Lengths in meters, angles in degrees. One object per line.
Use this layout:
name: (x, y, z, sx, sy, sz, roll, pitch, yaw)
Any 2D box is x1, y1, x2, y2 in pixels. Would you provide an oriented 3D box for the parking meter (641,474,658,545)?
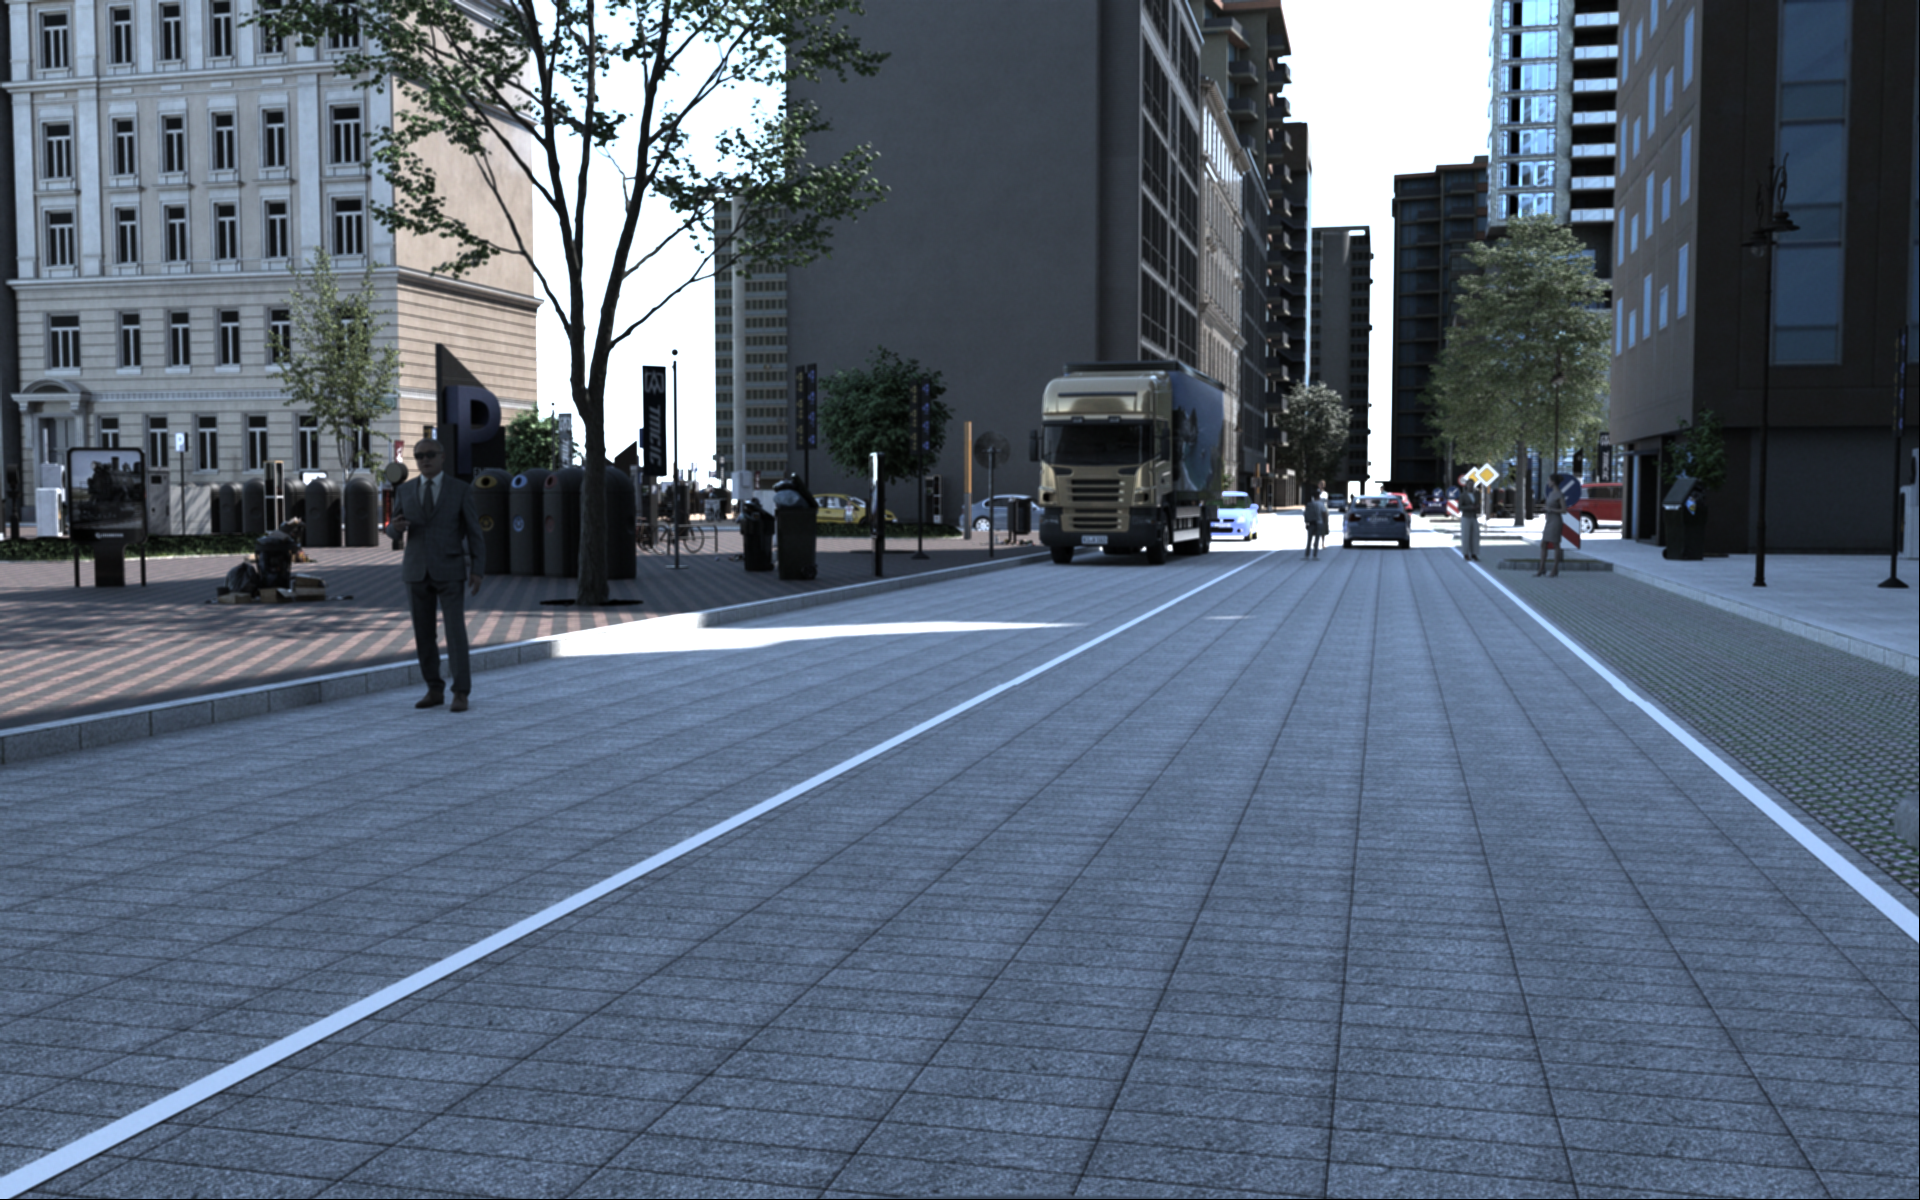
parking meter: (-7.827, -2.323, 43.691, 0.255, 1.863, 0.399, 2, 4, 24)

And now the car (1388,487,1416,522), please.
car: (21.633, -4.737, 86.486, 2.155, 1.783, 4.494, 1, 4, 16)

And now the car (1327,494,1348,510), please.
car: (32.109, -8.320, 148.040, 2.014, 1.417, 4.499, 1, 4, 12)

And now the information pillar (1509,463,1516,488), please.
information pillar: (41.418, -8.473, 129.891, 0.504, 3.616, 0.183, 3, 5, 42)

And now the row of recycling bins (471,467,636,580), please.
row of recycling bins: (-6.400, -1.226, 27.160, 3.534, 1.692, 1.069, 3, 4, 37)

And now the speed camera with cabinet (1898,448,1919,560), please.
speed camera with cabinet: (18.667, -2.398, 33.540, 0.660, 3.252, 2.038, 1, 4, 21)

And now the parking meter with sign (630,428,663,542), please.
parking meter with sign: (-8.513, -3.065, 46.366, 0.543, 3.016, 1.738, -2, 4, -25)

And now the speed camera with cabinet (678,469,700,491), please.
speed camera with cabinet: (-18.508, -7.514, 117.181, 2.038, 3.252, 0.660, 3, 4, 37)

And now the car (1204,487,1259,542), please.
car: (8.260, -2.685, 53.496, 1.945, 1.707, 3.694, 1, 4, 14)

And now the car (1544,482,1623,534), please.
car: (22.244, -2.994, 57.621, 5.304, 1.827, 2.281, 1, 4, 16)

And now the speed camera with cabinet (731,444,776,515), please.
speed camera with cabinet: (-8.138, -4.583, 69.262, 2.038, 3.252, 0.660, -3, 5, -40)

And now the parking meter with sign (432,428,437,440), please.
parking meter with sign: (-13.093, -3.050, 46.122, 1.738, 3.016, 0.543, -2, 4, -30)

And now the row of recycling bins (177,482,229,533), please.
row of recycling bins: (-24.279, -3.058, 57.104, 3.534, 1.692, 1.069, 1, 4, 12)

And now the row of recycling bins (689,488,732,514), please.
row of recycling bins: (-16.248, -6.443, 112.455, 3.534, 1.692, 1.069, 2, 4, 32)

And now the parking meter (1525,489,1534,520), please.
parking meter: (27.799, -4.654, 84.504, 0.372, 1.533, 0.369, 0, 3, 0)

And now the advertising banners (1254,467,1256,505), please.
advertising banners: (17.285, -6.444, 101.551, 0.090, 3.025, 2.074, 1, 4, 11)

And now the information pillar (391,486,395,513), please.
information pillar: (-19.177, -3.329, 58.920, 0.304, 2.012, 0.304, -1, 4, -23)

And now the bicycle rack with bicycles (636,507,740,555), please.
bicycle rack with bicycles: (-6.739, -1.485, 37.655, 2.852, 0.926, 2.925, 2, 4, 28)

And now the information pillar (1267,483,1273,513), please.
information pillar: (21.499, -7.078, 120.223, 0.304, 2.012, 0.304, 0, 4, -7)

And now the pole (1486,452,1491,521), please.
pole: (25.541, -5.499, 83.751, 0.158, 3.312, 0.155, 0, 3, 0)

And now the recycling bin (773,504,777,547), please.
recycling bin: (-4.131, -1.819, 42.300, 0.722, 1.027, 0.722, 1, 4, 10)

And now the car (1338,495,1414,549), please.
car: (11.242, -2.129, 46.813, 2.014, 1.417, 4.499, 1, 4, 13)

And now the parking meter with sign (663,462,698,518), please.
parking meter with sign: (-14.983, -5.940, 93.373, 1.738, 3.016, 0.543, 2, 4, 27)

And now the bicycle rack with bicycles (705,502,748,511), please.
bicycle rack with bicycles: (-10.513, -4.010, 78.937, 2.852, 0.926, 2.925, 1, 4, 11)

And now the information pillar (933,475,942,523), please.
information pillar: (-0.874, -3.880, 67.932, 0.304, 2.012, 0.304, 1, 4, 15)

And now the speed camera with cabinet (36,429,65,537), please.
speed camera with cabinet: (-27.218, -3.517, 51.847, 0.660, 3.252, 2.038, -1, 4, -21)

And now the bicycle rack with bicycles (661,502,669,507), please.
bicycle rack with bicycles: (-14.345, -4.190, 81.895, 2.925, 0.926, 2.852, 0, 4, -1)

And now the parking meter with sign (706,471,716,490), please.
parking meter with sign: (-18.624, -8.115, 128.947, 0.543, 3.016, 1.738, -1, 4, -23)

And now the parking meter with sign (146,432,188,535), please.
parking meter with sign: (-22.522, -3.189, 48.408, 0.543, 3.016, 1.738, 3, 4, 37)

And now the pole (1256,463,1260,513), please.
pole: (19.737, -7.397, 114.785, 0.158, 3.312, 0.155, 0, 3, 0)

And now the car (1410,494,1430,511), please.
car: (39.957, -8.563, 149.798, 2.009, 1.686, 4.222, 1, 4, 14)

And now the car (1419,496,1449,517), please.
car: (29.450, -5.797, 107.361, 1.945, 1.354, 3.894, 1, 4, 15)

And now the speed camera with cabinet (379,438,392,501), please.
speed camera with cabinet: (-19.437, -4.089, 61.190, 2.038, 3.252, 0.660, -2, 4, -29)

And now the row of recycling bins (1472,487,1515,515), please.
row of recycling bins: (33.500, -6.231, 108.982, 3.534, 1.692, 1.069, -1, 4, -18)

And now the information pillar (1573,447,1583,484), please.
information pillar: (30.757, -5.803, 86.227, 0.504, 3.616, 0.183, 3, 5, 39)

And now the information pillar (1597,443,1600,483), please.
information pillar: (29.471, -5.403, 79.689, 0.504, 3.616, 0.183, -3, 5, -40)

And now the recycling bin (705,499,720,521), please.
recycling bin: (-12.062, -4.395, 84.405, 0.722, 1.027, 0.722, -1, 4, -10)

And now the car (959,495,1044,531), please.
car: (2.241, -3.049, 61.861, 4.499, 1.417, 2.014, 1, 4, 14)

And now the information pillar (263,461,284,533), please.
information pillar: (-15.372, -2.100, 38.825, 0.304, 2.012, 0.304, 1, 4, 13)

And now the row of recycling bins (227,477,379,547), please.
row of recycling bins: (-15.906, -2.155, 42.354, 3.534, 1.692, 1.069, 1, 4, 10)

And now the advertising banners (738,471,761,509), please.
advertising banners: (-15.996, -8.274, 131.468, 2.074, 3.025, 0.090, -3, 4, -36)

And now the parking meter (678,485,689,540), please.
parking meter: (-7.784, -2.451, 48.482, 0.372, 1.533, 0.369, 0, 3, 0)

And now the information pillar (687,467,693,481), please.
information pillar: (-23.452, -9.723, 150.329, 0.504, 3.616, 0.183, 1, 4, 15)

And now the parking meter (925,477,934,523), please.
parking meter: (-1.019, -3.189, 57.850, 0.255, 1.863, 0.399, 0, 4, -6)

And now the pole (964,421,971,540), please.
pole: (0.219, -3.357, 48.738, 0.158, 3.312, 0.155, 0, 3, 0)

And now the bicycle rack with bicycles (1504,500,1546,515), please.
bicycle rack with bicycles: (34.030, -5.519, 103.612, 2.925, 0.926, 2.852, -1, 4, -11)

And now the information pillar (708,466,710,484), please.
information pillar: (-20.626, -9.231, 142.282, 0.183, 3.616, 0.504, 0, 4, -2)

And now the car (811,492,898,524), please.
car: (-4.302, -3.316, 64.444, 3.980, 1.641, 2.015, 1, 4, 15)
